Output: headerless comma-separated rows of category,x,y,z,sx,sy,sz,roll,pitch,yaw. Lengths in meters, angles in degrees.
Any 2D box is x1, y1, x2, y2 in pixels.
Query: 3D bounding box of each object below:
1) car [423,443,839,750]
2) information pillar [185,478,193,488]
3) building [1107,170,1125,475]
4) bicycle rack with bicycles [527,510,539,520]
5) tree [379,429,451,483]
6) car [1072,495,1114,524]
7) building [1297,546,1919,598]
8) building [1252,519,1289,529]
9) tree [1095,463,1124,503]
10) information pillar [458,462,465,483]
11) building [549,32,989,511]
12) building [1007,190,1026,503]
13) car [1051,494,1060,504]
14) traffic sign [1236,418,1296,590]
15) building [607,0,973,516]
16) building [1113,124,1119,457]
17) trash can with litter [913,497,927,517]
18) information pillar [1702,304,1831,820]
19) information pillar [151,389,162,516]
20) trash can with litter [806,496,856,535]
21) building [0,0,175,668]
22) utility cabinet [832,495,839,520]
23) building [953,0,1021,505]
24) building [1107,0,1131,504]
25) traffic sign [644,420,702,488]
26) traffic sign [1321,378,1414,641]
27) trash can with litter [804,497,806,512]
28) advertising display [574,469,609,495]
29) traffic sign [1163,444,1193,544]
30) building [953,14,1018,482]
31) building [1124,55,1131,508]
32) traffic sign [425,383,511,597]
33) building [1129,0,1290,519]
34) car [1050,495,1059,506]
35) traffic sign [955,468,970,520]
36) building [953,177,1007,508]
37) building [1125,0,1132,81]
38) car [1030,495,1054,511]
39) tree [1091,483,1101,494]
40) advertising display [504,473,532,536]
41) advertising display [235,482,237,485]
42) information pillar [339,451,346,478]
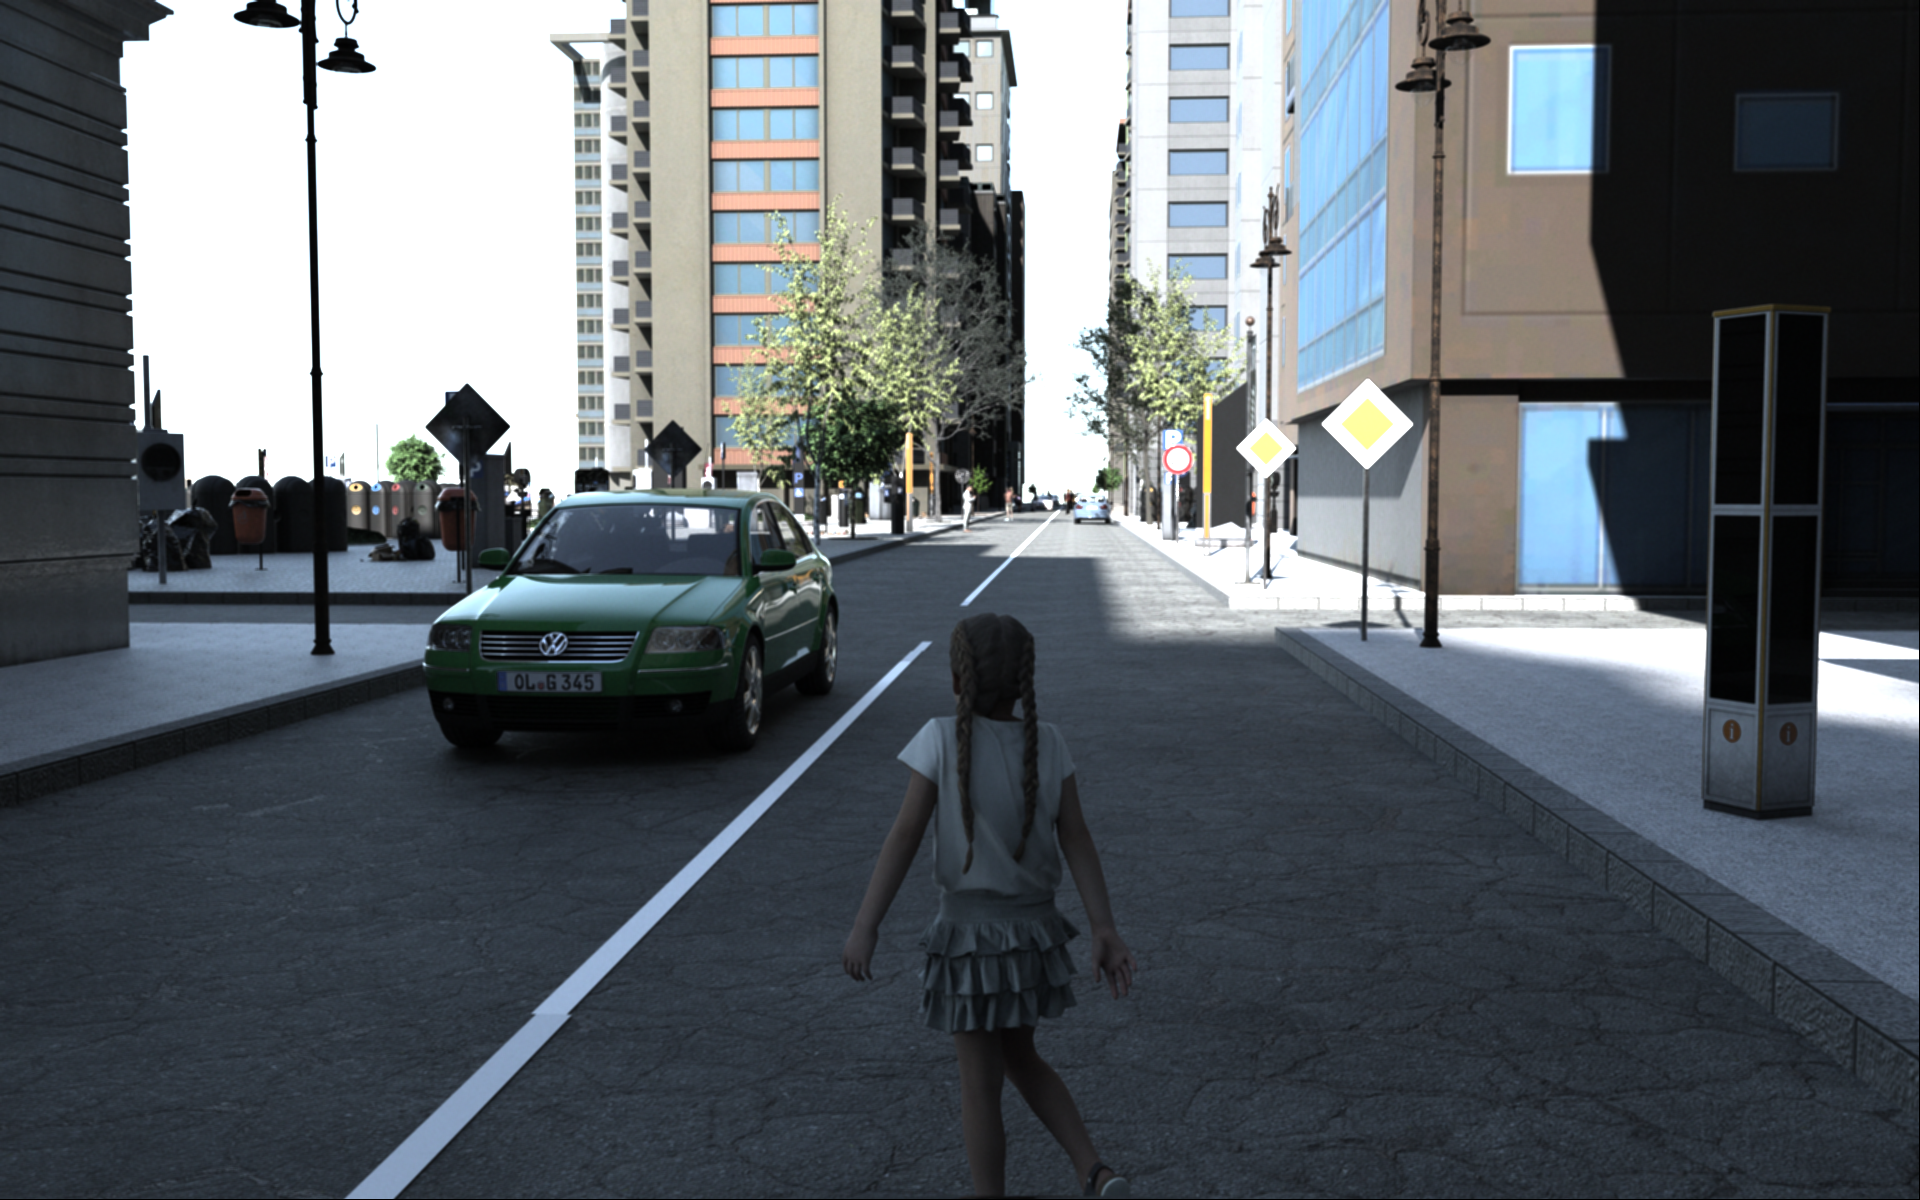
car,-1.911,-0.144,11.145,1.959,1.807,4.718,0,4,5
information pillar,-36.116,-4.690,81.173,0.304,2.012,0.304,-2,4,-28
building,31.827,-38.005,245.090,21.300,48.544,21.600,0,4,4
bicycle rack with bicycles,-19.053,-3.602,72.270,2.852,0.926,2.925,1,4,22
tree,-26.807,-6.187,84.866,4.285,4.588,4.351,0,3,0
car,6.454,-4.419,84.261,2.014,1.417,4.499,0,4,6
building,13.109,-23.025,26.570,14.200,45.320,14.600,0,4,4
building,22.648,-32.566,74.458,21.231,58.520,28.212,0,4,4
tree,15.617,-12.132,182.070,4.285,4.588,4.351,0,3,0
information pillar,-28.755,-6.651,100.104,0.504,3.616,0.183,-1,4,-20
building,-14.042,-27.443,140.582,32.217,40.220,23.993,0,4,4
building,2.310,-36.610,248.685,14.600,45.320,14.200,0,4,4
car,13.776,-14.906,255.505,2.131,1.459,4.920,0,4,2
traffic sign,4.065,-1.188,23.063,0.795,2.450,0.064,0,4,4
building,-10.648,-28.076,113.660,22.147,44.769,28.867,0,4,4
building,28.857,-33.287,198.872,22.147,44.769,28.867,0,4,4
trash can with litter,-2.267,-5.160,95.754,1.055,1.170,0.624,0,4,0
information pillar,3.217,-0.149,6.929,0.304,2.012,0.304,-1,4,-21
information pillar,-17.773,-2.876,38.378,0.183,3.616,0.504,0,4,-6
trash can with litter,-4.054,-2.676,54.803,2.233,1.210,1.678,-3,5,-43
building,-17.012,-10.606,9.559,21.152,22.565,11.583,0,4,4
utility cabinet,-6.052,-4.640,87.025,0.306,1.237,1.020,2,4,28
building,-2.964,-55.810,225.170,22.319,86.520,31.000,0,4,4
building,29.573,-47.983,222.765,20.563,71.187,20.611,0,4,4
traffic sign,-3.910,-1.221,23.614,0.795,2.450,0.064,0,4,4
traffic sign,3.533,-0.701,15.096,0.795,2.450,0.064,0,4,4
trash can with litter,-8.759,-5.025,93.548,0.624,1.170,1.055,-3,4,-37
advertising display,-9.663,-2.462,45.473,0.974,1.923,0.123,-3,5,-41
traffic sign,5.590,-2.713,44.467,0.768,2.556,0.104,0,4,5
building,-8.205,-37.179,197.116,28.713,52.752,27.495,0,4,4
building,22.709,-29.424,164.672,14.154,41.232,14.086,0,4,4
traffic sign,-4.442,-0.734,15.647,0.795,2.450,0.064,0,4,4
building,21.745,-34.948,113.400,21.231,58.520,28.212,0,4,4
car,11.393,-12.425,215.513,2.083,1.381,4.827,0,4,5
traffic sign,0.126,-5.232,85.648,0.768,2.556,0.104,0,4,5
building,-2.924,-23.768,160.307,14.160,30.474,14.107,0,4,4
building,24.734,-29.837,142.455,22.147,44.769,28.867,0,4,4
car,6.915,-8.207,146.546,2.083,1.381,4.827,0,4,3
tree,20.013,-15.853,253.804,1.663,3.219,1.824,0,3,0
advertising display,-13.623,-2.936,53.217,0.123,1.923,0.974,3,5,45
advertising display,-38.446,-5.380,93.175,0.974,1.923,0.123,-3,5,-39
information pillar,-33.461,-6.269,93.861,0.504,3.616,0.183,3,4,36
